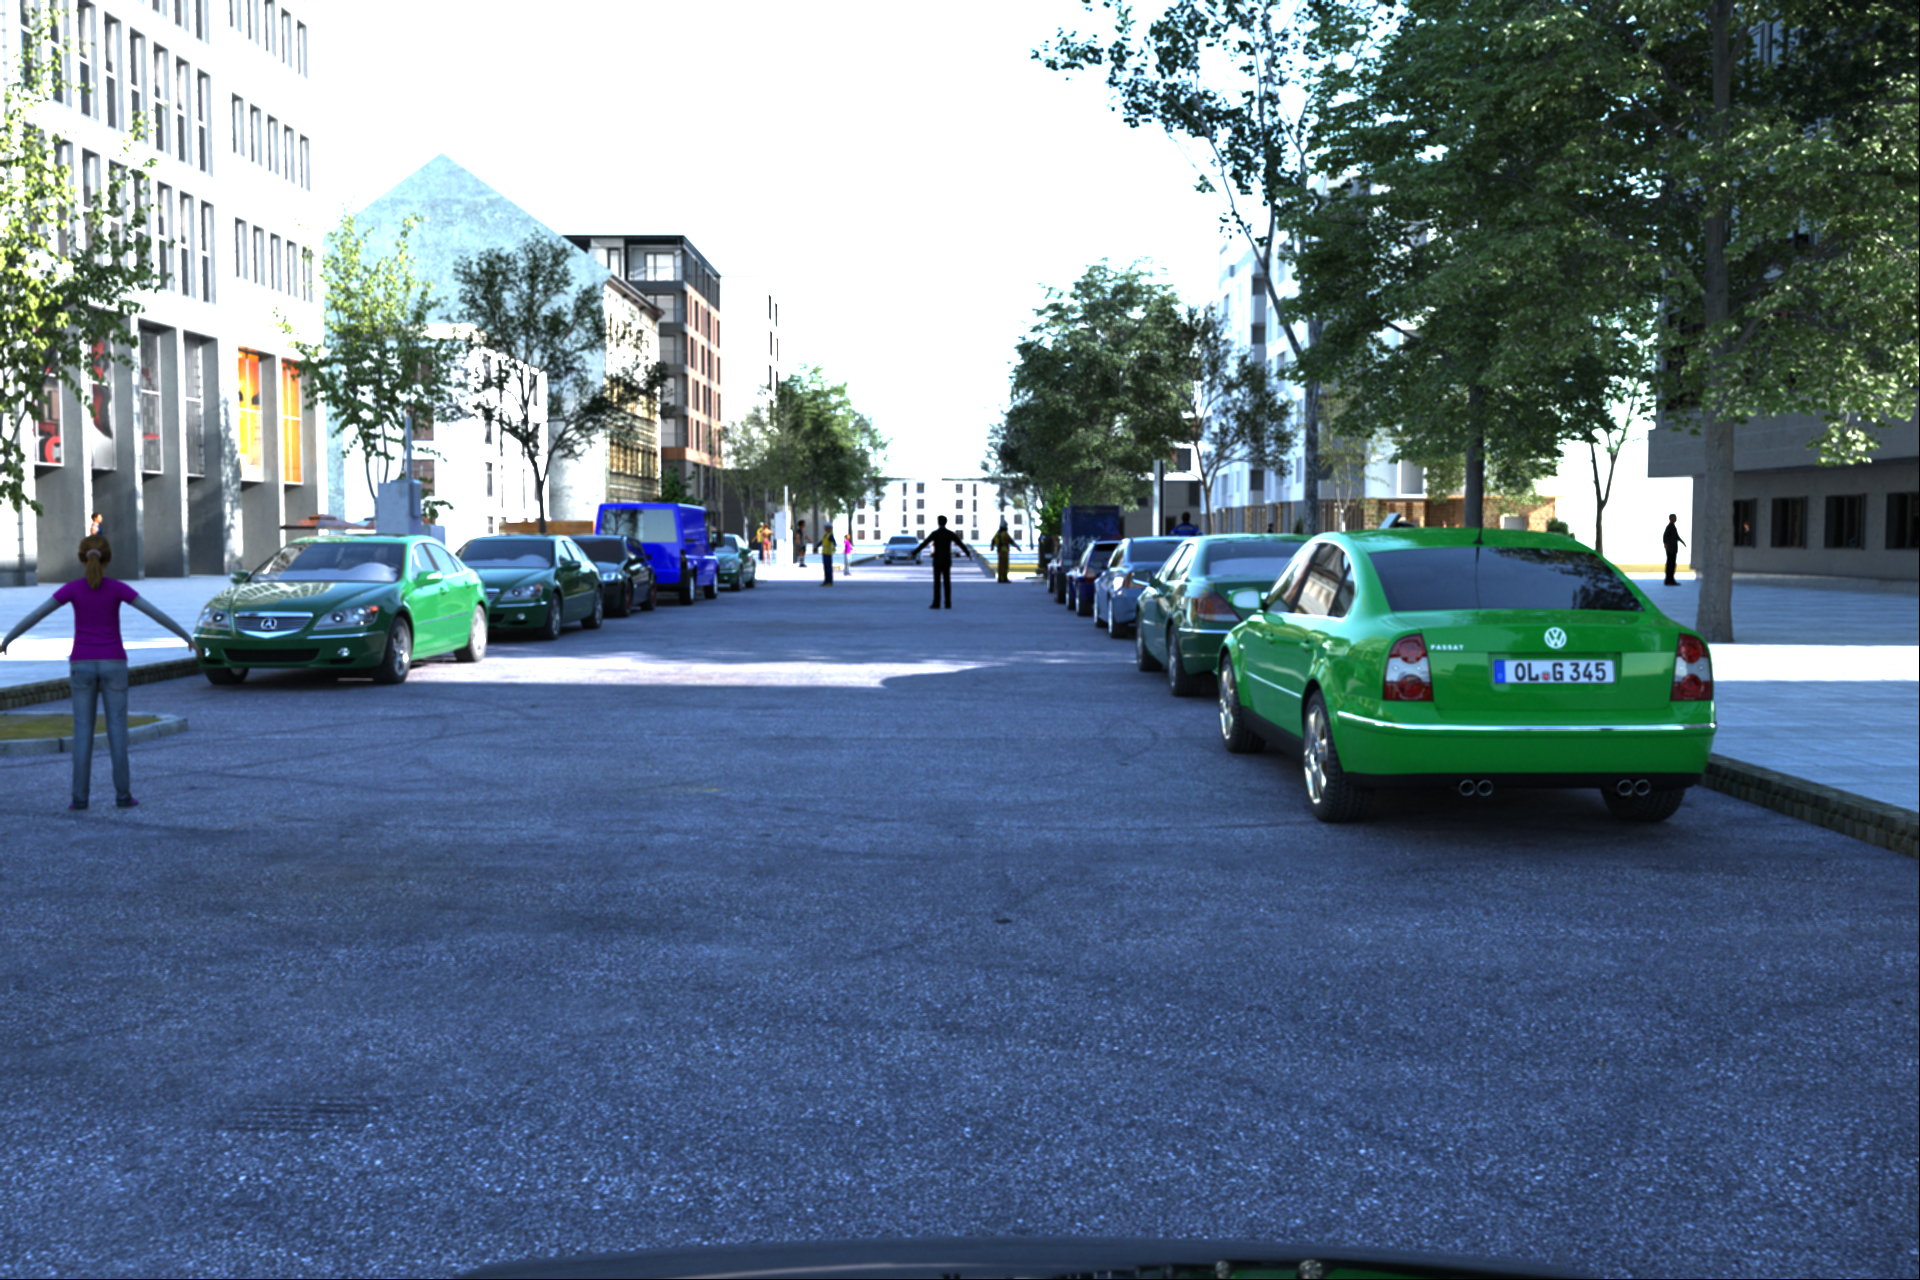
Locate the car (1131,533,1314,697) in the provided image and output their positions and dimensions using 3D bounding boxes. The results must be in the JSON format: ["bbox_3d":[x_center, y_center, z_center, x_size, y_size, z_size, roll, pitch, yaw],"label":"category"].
[{"bbox_3d":[2.773,-0.299,16.692,2.131,1.459,4.920,0,3,0],"label":"car"}]

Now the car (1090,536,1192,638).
[{"bbox_3d":[2.929,-0.799,25.068,2.014,1.417,4.499,0,4,0],"label":"car"}]

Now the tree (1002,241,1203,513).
[{"bbox_3d":[6.150,-10.416,76.954,9.857,13.997,8.962,0,3,0],"label":"tree"}]

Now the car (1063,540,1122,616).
[{"bbox_3d":[2.883,-1.159,31.526,1.945,1.354,3.894,0,4,0],"label":"car"}]

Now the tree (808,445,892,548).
[{"bbox_3d":[-9.969,-13.669,157.898,8.767,10.594,7.601,-3,4,-39],"label":"tree"}]

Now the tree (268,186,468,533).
[{"bbox_3d":[-12.448,-5.291,36.873,4.737,8.622,4.395,0,3,0],"label":"tree"}]

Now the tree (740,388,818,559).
[{"bbox_3d":[-9.578,-8.362,87.084,4.360,8.622,3.978,0,3,0],"label":"tree"}]

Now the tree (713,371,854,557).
[{"bbox_3d":[-9.527,-10.064,98.963,7.601,10.594,8.767,3,5,42],"label":"tree"}]

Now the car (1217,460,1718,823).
[{"bbox_3d":[2.634,-0.073,9.984,1.959,1.807,4.718,0,4,-1],"label":"car"}]

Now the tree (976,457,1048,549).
[{"bbox_3d":[5.819,-12.829,144.168,8.767,10.594,7.601,-3,4,-36],"label":"tree"}]

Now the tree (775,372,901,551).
[{"bbox_3d":[-9.596,-13.422,129.819,12.009,13.543,11.850,0,3,0],"label":"tree"}]

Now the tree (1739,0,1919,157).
[{"bbox_3d":[8.476,-4.676,10.864,7.601,10.594,8.767,-2,4,-32],"label":"tree"}]

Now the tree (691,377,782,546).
[{"bbox_3d":[-9.827,-7.978,80.808,4.360,8.622,3.978,0,3,0],"label":"tree"}]

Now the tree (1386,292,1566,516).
[{"bbox_3d":[21.622,-9.516,73.714,7.486,12.596,7.792,0,3,0],"label":"tree"}]

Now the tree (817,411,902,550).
[{"bbox_3d":[-8.943,-13.253,142.446,9.928,11.665,9.643,0,3,0],"label":"tree"}]

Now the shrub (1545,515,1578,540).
[{"bbox_3d":[23.051,-3.823,66.920,1.690,2.028,1.600,0,3,0],"label":"shrub"}]

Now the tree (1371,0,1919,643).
[{"bbox_3d":[8.906,-6.273,20.692,7.486,12.596,7.792,0,3,0],"label":"tree"}]

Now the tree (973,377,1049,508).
[{"bbox_3d":[6.175,-13.394,129.358,12.009,13.543,11.850,0,3,0],"label":"tree"}]

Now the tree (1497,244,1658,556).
[{"bbox_3d":[22.152,-8.174,59.406,9.928,11.665,9.643,0,3,0],"label":"tree"}]

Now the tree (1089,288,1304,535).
[{"bbox_3d":[9.395,-8.015,65.458,8.767,10.594,7.601,-2,4,-32],"label":"tree"}]

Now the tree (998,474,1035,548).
[{"bbox_3d":[6.072,-12.846,160.399,4.360,8.622,3.978,0,3,0],"label":"tree"}]

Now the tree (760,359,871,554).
[{"bbox_3d":[-9.797,-11.906,112.792,7.486,12.596,7.792,0,3,0],"label":"tree"}]

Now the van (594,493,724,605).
[{"bbox_3d":[-6.318,-1.968,36.553,2.240,2.365,5.245,0,4,0],"label":"van"}]

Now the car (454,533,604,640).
[{"bbox_3d":[-6.359,-0.798,24.840,2.131,1.459,4.920,0,3,0],"label":"car"}]

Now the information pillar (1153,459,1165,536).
[{"bbox_3d":[6.345,-3.915,55.333,0.184,3.620,1.656,0,3,0],"label":"information pillar"}]

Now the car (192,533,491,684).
[{"bbox_3d":[-6.265,-0.381,18.024,2.131,1.459,4.920,0,4,-1],"label":"car"}]

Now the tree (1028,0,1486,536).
[{"bbox_3d":[7.773,-11.586,45.314,12.611,20.169,13.585,0,3,0],"label":"tree"}]

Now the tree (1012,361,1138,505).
[{"bbox_3d":[6.368,-9.537,90.343,7.601,10.594,8.767,-1,4,-15],"label":"tree"}]

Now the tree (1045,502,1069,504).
[{"bbox_3d":[15.823,-20.388,251.471,7.486,12.596,7.792,0,3,0],"label":"tree"}]

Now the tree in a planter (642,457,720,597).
[{"bbox_3d":[-6.660,-2.635,40.301,1.991,3.239,1.994,0,4,0],"label":"tree in a planter"}]

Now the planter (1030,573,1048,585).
[{"bbox_3d":[3.016,-1.735,49.506,1.991,0.319,1.994,0,3,0],"label":"planter"}]

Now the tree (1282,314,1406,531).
[{"bbox_3d":[12.710,-6.538,57.256,4.360,8.622,3.978,0,3,0],"label":"tree"}]

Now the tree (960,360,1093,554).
[{"bbox_3d":[5.535,-12.439,113.745,12.009,13.543,11.850,0,3,0],"label":"tree"}]

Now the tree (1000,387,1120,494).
[{"bbox_3d":[5.953,-10.189,100.998,8.767,10.594,7.601,2,4,27],"label":"tree"}]

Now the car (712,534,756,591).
[{"bbox_3d":[-6.381,-2.019,44.803,2.131,1.459,4.920,0,4,0],"label":"car"}]

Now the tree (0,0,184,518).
[{"bbox_3d":[-12.736,-4.443,22.998,4.737,8.622,4.395,0,3,0],"label":"tree"}]

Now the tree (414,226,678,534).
[{"bbox_3d":[-12.412,-7.189,51.948,8.767,10.594,7.601,0,4,5],"label":"tree"}]

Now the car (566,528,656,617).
[{"bbox_3d":[-6.558,-1.298,31.005,2.009,1.686,4.222,0,4,0],"label":"car"}]

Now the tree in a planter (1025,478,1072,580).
[{"bbox_3d":[3.052,-3.532,54.966,1.991,3.239,1.994,0,4,1],"label":"tree in a planter"}]

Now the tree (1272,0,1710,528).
[{"bbox_3d":[9.286,-6.902,30.973,7.486,12.596,7.792,0,3,0],"label":"tree"}]
